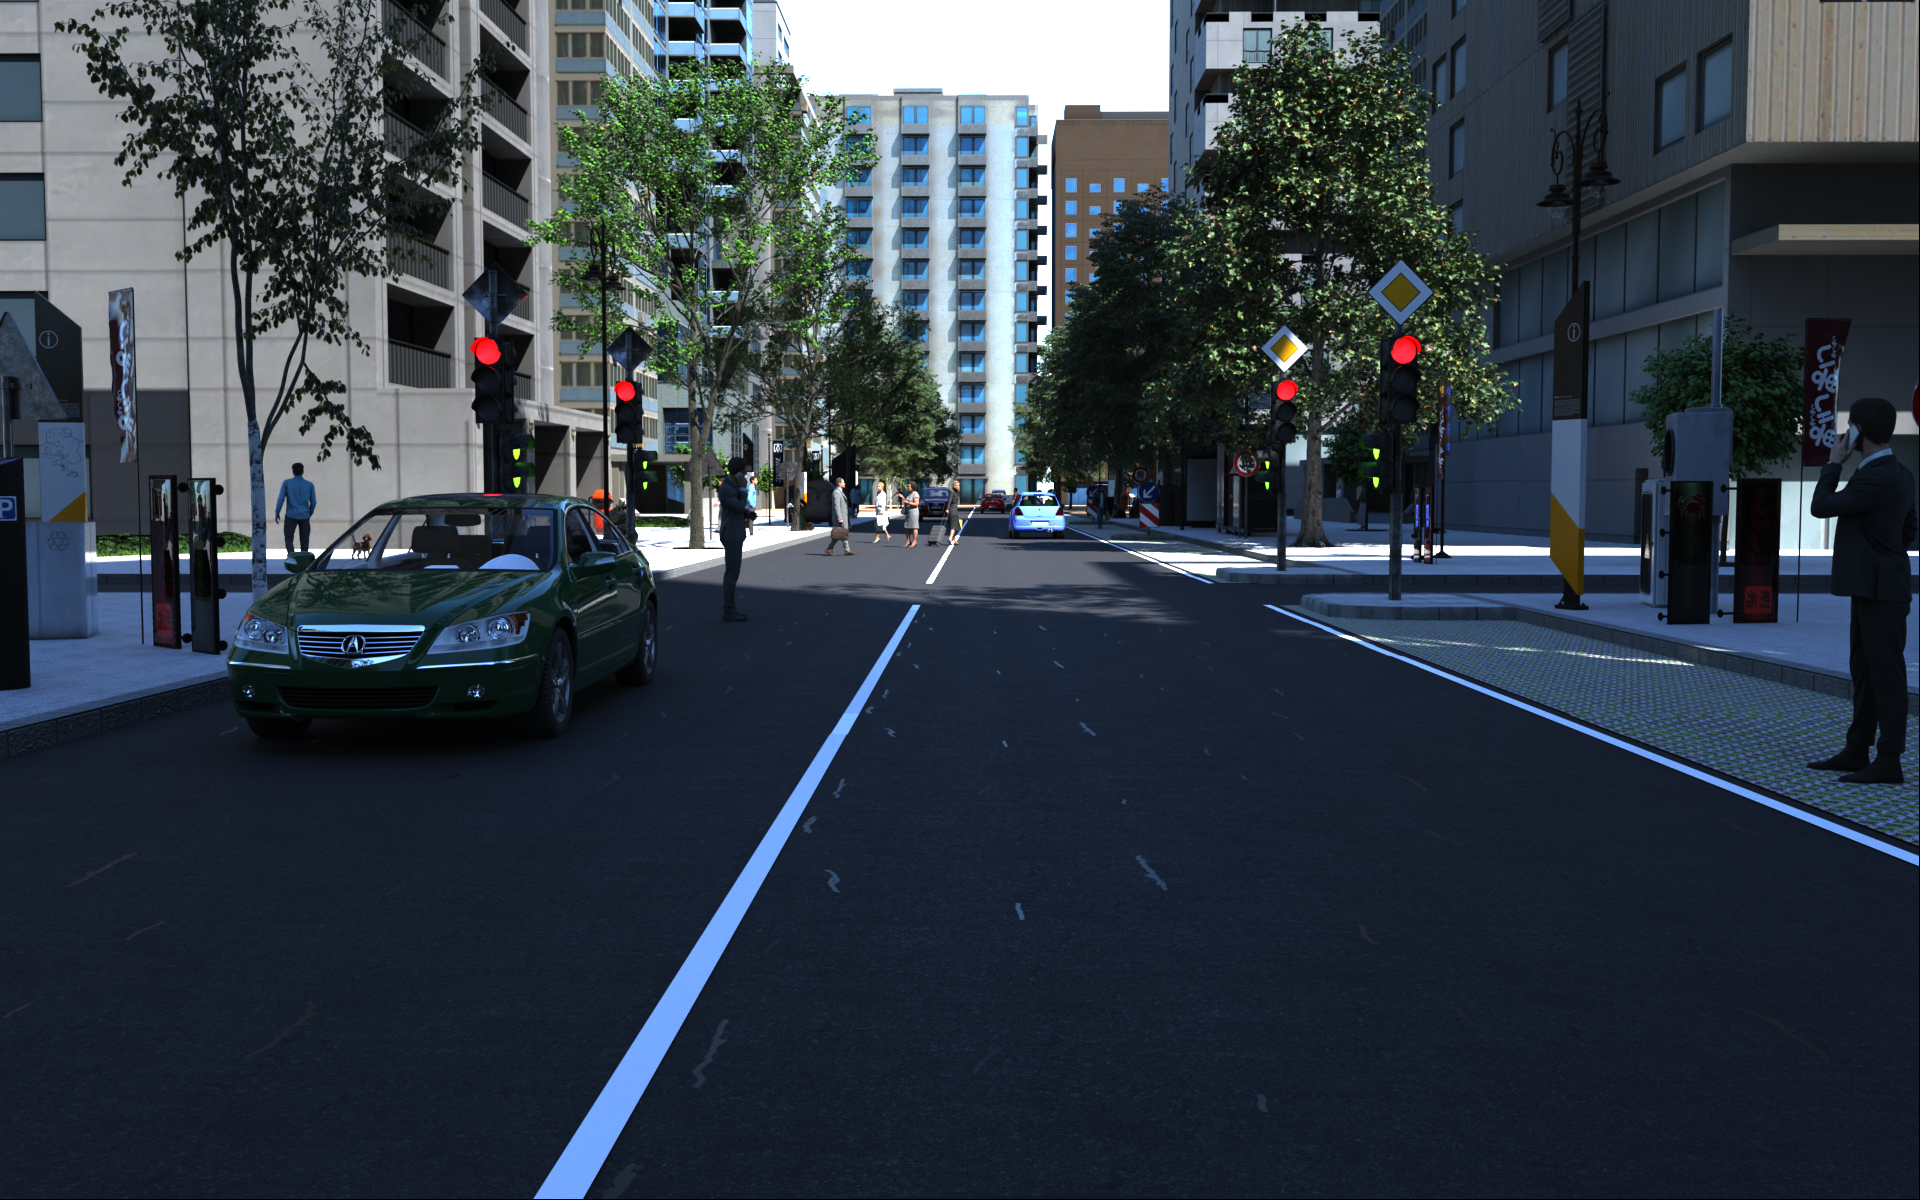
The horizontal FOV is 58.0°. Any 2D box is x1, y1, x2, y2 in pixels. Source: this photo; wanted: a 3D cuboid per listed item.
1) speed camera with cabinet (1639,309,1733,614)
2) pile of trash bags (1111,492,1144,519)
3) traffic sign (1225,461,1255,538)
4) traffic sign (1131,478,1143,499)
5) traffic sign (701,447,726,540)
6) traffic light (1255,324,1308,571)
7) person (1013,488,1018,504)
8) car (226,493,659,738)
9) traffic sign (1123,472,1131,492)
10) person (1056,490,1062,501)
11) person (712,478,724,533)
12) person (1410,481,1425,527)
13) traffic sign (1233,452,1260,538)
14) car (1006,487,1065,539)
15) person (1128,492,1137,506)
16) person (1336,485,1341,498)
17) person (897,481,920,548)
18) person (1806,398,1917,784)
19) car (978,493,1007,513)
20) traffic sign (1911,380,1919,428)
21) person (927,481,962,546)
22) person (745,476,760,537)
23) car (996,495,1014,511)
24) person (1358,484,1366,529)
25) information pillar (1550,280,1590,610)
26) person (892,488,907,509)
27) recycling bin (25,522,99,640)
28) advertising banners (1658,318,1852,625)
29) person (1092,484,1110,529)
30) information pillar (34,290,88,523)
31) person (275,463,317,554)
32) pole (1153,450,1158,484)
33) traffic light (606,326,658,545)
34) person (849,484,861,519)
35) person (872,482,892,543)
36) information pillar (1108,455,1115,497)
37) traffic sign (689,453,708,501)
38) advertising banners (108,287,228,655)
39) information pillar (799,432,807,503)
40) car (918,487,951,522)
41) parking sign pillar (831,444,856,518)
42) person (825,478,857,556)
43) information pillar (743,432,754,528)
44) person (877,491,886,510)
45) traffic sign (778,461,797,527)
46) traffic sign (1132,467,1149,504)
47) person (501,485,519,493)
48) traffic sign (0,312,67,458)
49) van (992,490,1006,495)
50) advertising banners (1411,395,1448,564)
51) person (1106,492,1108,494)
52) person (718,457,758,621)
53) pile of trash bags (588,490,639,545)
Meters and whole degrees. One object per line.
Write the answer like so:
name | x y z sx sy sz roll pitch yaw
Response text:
speed camera with cabinet | 8.071 -1.528 19.316 0.660 3.252 2.038 1 4 13
pile of trash bags | 8.853 -5.004 91.566 1.912 1.369 3.447 1 4 11
traffic sign | 8.210 -3.107 50.809 0.884 2.594 0.081 0 4 2
traffic sign | 10.539 -6.270 102.625 0.768 2.556 0.104 0 4 8
traffic sign | -6.933 -2.943 48.123 0.884 2.594 0.081 1 4 9
traffic light | 5.356 -2.442 28.850 0.839 4.253 0.868 0 4 1
person | 3.444 -6.121 108.538 0.705 1.831 1.348 0 4 3
car | -3.246 0.006 11.702 2.131 1.459 4.920 0 4 0
traffic sign | 9.480 -6.112 100.031 0.768 2.556 0.104 0 4 4
person | 9.536 -9.930 169.113 0.721 1.735 1.217 -2 4 -34
person | -7.670 -3.063 56.392 0.850 1.792 0.678 -1 4 -12
person | 17.567 -3.670 66.398 0.623 1.781 0.721 1 4 14
traffic sign | 8.277 -3.054 50.036 0.768 2.556 0.104 0 4 6
car | 2.468 -2.854 56.249 1.945 1.707 3.694 0 4 -1
person | 12.101 -6.882 121.757 0.799 1.438 0.628 0 4 3
person | 21.942 -5.736 100.057 0.641 1.798 0.478 -3 5 -40
person | -1.410 -2.302 46.488 0.532 1.782 0.716 -2 4 -30
person | 4.475 -0.046 8.609 0.474 1.900 0.648 2 4 30
car | 2.449 -7.430 130.527 2.155 1.783 4.494 0 4 1
traffic sign | 9.668 -1.033 16.993 0.768 2.556 0.104 0 4 1
person | -0.388 -2.406 48.054 0.699 1.804 1.509 3 5 40
person | -6.254 -2.768 51.312 0.620 1.820 0.660 -1 4 -15
car | 4.000 -8.324 148.451 2.083 1.381 4.827 0 4 2
person | 14.932 -3.521 64.168 0.362 1.759 0.519 2 4 35
information pillar | 6.789 -1.708 19.275 0.183 3.616 0.504 -1 4 -21
person | -5.318 -8.942 152.263 1.348 1.822 0.705 0 4 0
recycling bin | -8.189 -0.182 15.536 0.722 1.027 0.722 -1 4 -18
advertising banners | 7.888 -1.282 17.144 2.074 3.025 0.090 -1 4 -12
person | 5.796 -3.815 70.863 0.794 1.824 0.713 -1 4 -9
information pillar | -10.413 -1.756 20.059 0.504 3.616 0.183 -1 4 -13
person | -11.355 -1.442 29.646 0.660 1.820 0.620 -2 4 -33
pole | 9.092 -5.303 80.542 0.158 3.312 0.155 0 3 0
traffic light | -5.504 -2.450 28.979 0.839 4.253 0.868 0 4 1
person | -5.454 -5.118 89.983 0.793 1.790 0.793 -3 4 -37
person | -2.276 -2.563 50.752 0.624 1.780 0.694 -1 4 -10
information pillar | 8.971 -6.813 102.749 0.504 3.616 0.183 -2 4 -35
traffic sign | -7.896 -3.226 52.846 0.768 2.556 0.104 0 4 3
advertising banners | -6.611 -1.112 14.376 2.074 3.025 0.090 3 5 43
information pillar | -5.910 -4.513 65.142 0.183 3.616 0.504 -2 4 -29
car | -1.259 -5.058 91.379 2.281 1.827 5.304 0 4 -1
parking sign pillar | -6.222 -6.370 92.629 1.447 3.967 1.447 0 4 -4
person | -2.754 -1.931 40.169 0.767 1.812 0.694 0 4 -4
information pillar | -8.010 -4.534 65.486 0.504 3.616 0.183 3 4 36
person | -4.738 -5.957 103.855 0.576 1.772 0.534 0 4 3
traffic sign | -6.645 -4.075 66.738 0.768 2.556 0.104 0 4 5
traffic sign | 8.400 -4.928 80.671 0.768 2.556 0.104 0 4 2
person | -8.607 -1.627 33.065 0.576 1.772 0.534 -1 4 -16
traffic sign | -6.795 -0.758 12.392 0.884 2.594 0.081 1 4 9
van | 3.755 -9.801 167.262 2.013 2.044 4.112 0 4 2
advertising banners | 8.607 -2.176 31.761 0.090 3.025 2.074 0 4 0
person | 15.035 -10.274 174.037 1.348 1.822 0.705 0 4 1
person | -2.513 -0.695 19.670 0.447 1.846 0.655 0 4 -7
pile of trash bags | -7.448 -1.571 35.436 1.912 1.369 3.447 0 4 -8
